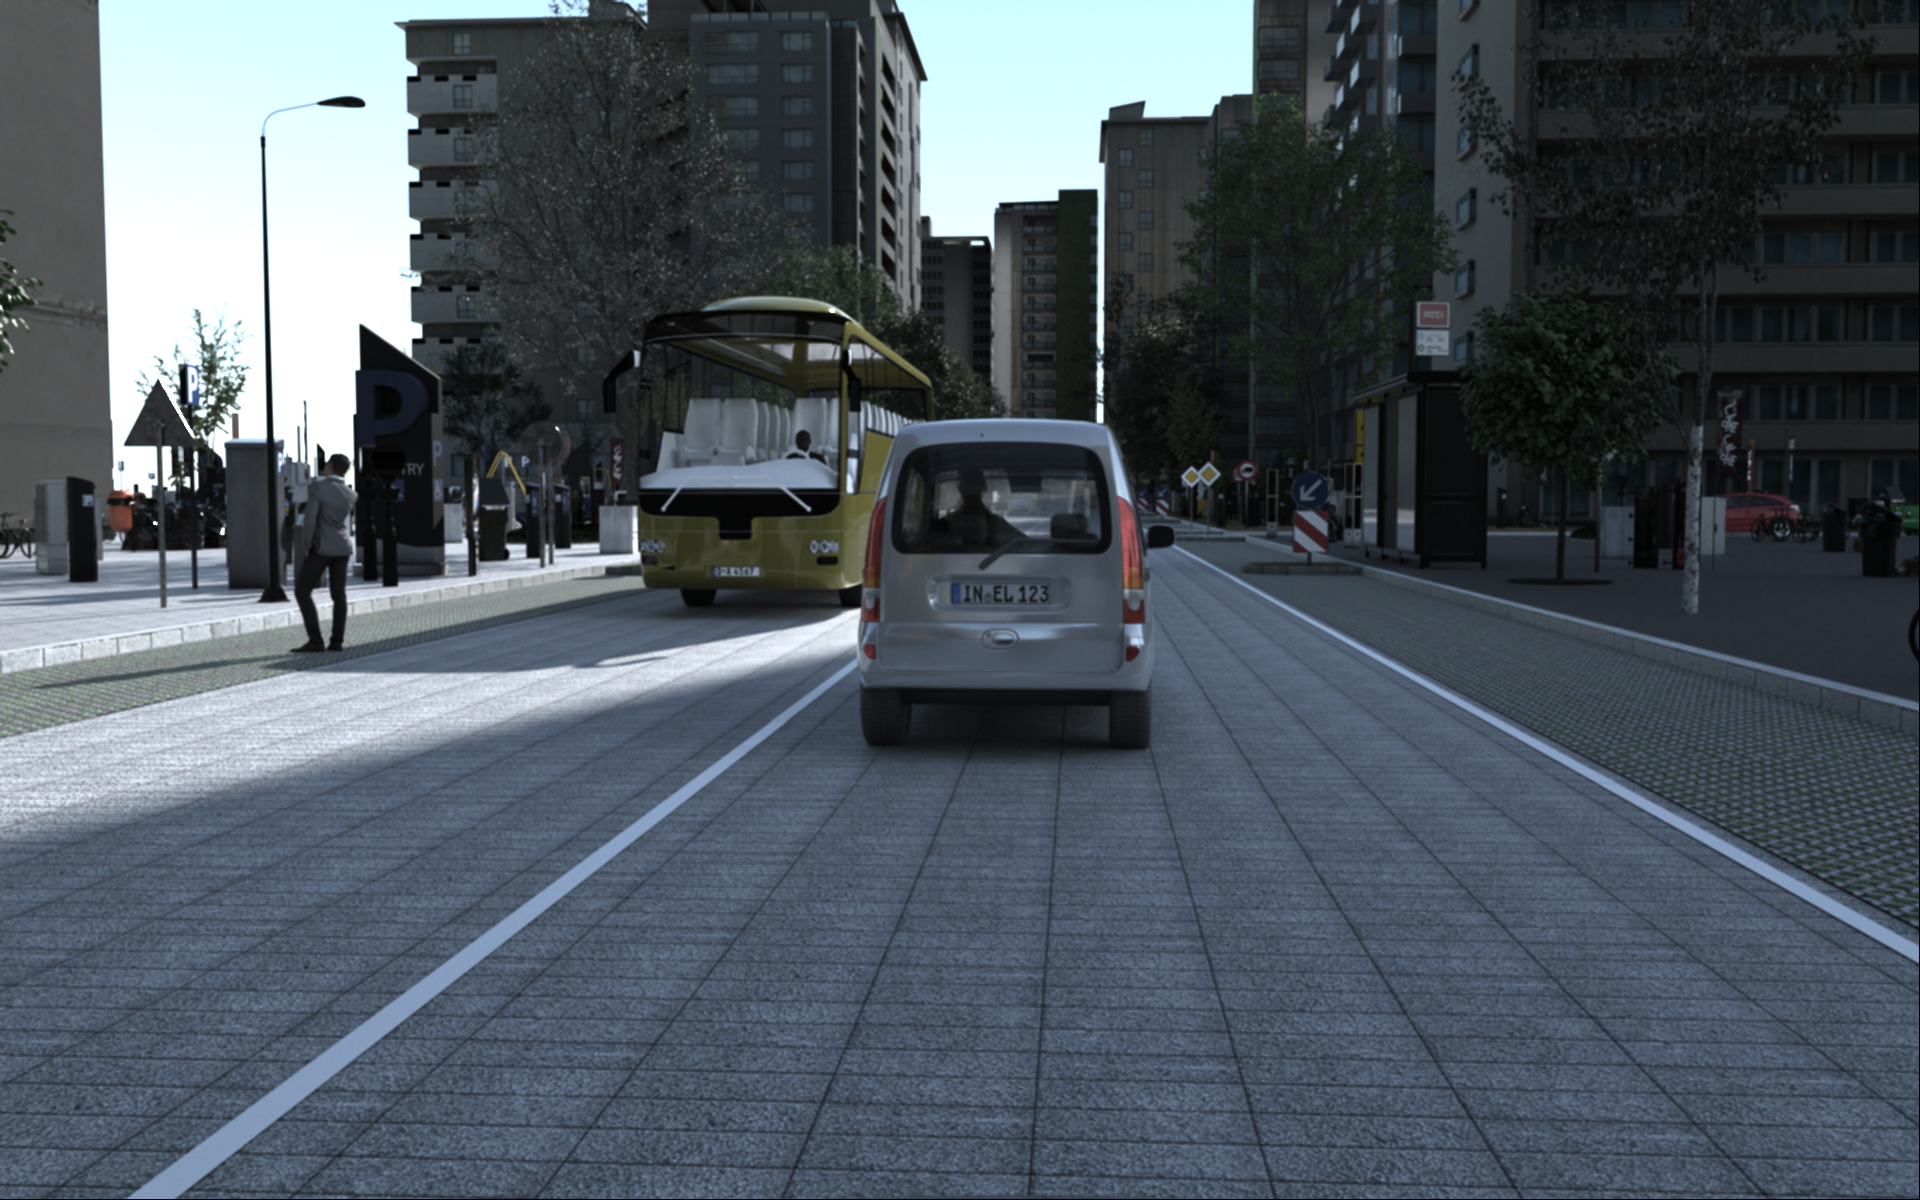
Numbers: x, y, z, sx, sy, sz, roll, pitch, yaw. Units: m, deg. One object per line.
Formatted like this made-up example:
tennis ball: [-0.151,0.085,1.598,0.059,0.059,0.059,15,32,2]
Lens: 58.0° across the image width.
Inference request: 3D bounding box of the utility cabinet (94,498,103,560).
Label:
utility cabinet: [-16.973,-1.394,33.956,0.306,1.237,1.020,-2,4,-27]

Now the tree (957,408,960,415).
tree: [3.375,-16.058,196.961,8.767,10.594,7.601,0,4,-3]

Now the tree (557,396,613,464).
tree: [-28.027,-10.922,128.944,4.360,8.622,3.978,0,3,0]

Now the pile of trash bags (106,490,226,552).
pile of trash bags: [-18.366,-1.834,39.741,1.912,1.369,3.447,0,4,7]

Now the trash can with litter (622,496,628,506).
trash can with litter: [-15.522,-4.200,79.733,2.233,1.210,1.678,2,4,30]

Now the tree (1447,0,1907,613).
tree: [7.731,-4.175,18.619,4.360,8.622,3.978,0,3,0]

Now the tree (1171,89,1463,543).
tree: [9.204,-7.327,45.558,9.928,11.665,9.643,0,3,0]

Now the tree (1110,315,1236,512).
tree: [15.076,-13.213,122.680,9.857,13.997,8.962,0,3,0]

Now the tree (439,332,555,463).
tree: [-26.919,-10.071,99.065,8.767,10.594,7.601,1,4,9]

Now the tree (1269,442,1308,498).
tree: [21.241,-7.729,110.087,4.285,4.588,4.351,0,3,0]

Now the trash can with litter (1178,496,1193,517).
trash can with litter: [12.808,-5.269,97.535,1.055,1.170,0.624,2,4,28]

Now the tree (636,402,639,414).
tree: [-15.673,-8.799,94.220,4.360,8.622,3.978,0,3,0]

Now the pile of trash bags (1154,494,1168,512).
pile of trash bags: [15.557,-7.102,125.869,3.447,1.369,1.912,3,5,43]

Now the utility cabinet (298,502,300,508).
utility cabinet: [-48.946,-7.131,127.760,0.306,1.237,1.020,-3,4,-37]

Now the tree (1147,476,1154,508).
tree: [18.377,-10.460,165.625,1.663,3.219,1.824,0,3,0]

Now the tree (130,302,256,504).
tree: [-28.861,-7.070,65.951,4.737,8.622,4.395,0,3,0]

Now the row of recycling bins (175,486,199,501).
row of recycling bins: [-38.009,-4.953,88.093,3.534,1.692,1.069,-1,4,-14]

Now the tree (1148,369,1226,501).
tree: [13.439,-9.259,101.743,4.737,8.622,4.395,0,3,0]

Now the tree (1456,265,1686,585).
tree: [8.678,-2.521,24.934,4.285,4.588,4.351,0,3,0]

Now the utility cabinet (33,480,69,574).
utility cabinet: [-14.577,-1.166,27.739,0.318,1.500,1.173,-3,4,-36]

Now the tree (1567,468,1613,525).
tree: [23.309,-4.222,63.631,1.663,3.219,1.824,0,3,0]

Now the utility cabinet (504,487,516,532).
utility cabinet: [-14.672,-2.819,54.772,1.173,1.500,0.318,1,4,9]

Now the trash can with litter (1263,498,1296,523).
trash can with litter: [14.376,-4.058,77.408,2.233,1.210,1.678,1,4,19]

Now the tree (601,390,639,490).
tree: [-21.390,-10.091,115.355,4.737,8.622,4.395,0,3,0]

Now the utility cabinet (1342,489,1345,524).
utility cabinet: [16.376,-3.935,73.017,0.318,1.500,1.173,2,4,24]

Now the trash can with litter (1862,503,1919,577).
trash can with litter: [14.556,-0.957,27.030,1.055,1.170,0.624,0,4,-2]

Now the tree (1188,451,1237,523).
tree: [11.407,-5.064,77.402,1.663,3.219,1.824,0,3,0]

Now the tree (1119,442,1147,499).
tree: [18.825,-14.274,183.747,4.737,8.622,4.395,0,3,0]

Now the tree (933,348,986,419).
tree: [-1.077,-13.222,134.310,7.486,12.596,7.792,0,3,0]

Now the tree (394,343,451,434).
tree: [-26.546,-8.161,83.793,4.737,8.622,4.395,0,3,0]

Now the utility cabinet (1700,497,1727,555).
utility cabinet: [15.848,-1.572,36.858,1.020,1.237,0.306,-2,4,-29]

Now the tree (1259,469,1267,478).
tree: [23.087,-8.305,130.392,1.663,3.219,1.824,0,3,0]

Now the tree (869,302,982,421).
tree: [-3.262,-11.433,103.933,9.611,12.733,9.660,0,3,0]

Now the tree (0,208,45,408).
tree: [-9.379,-1.877,14.396,4.285,4.588,4.351,0,3,0]

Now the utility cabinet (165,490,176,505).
utility cabinet: [-44.384,-5.421,97.311,0.318,1.500,1.173,-3,4,-37]

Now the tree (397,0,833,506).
tree: [-8.125,-8.047,41.945,12.009,13.543,11.850,0,3,0]

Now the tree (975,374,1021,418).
tree: [1.740,-16.263,176.262,12.009,13.543,11.850,0,3,0]

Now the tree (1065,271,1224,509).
tree: [15.737,-17.865,147.974,12.611,20.169,13.585,0,3,0]

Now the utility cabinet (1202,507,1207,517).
utility cabinet: [13.806,-5.269,94.820,1.173,1.500,0.318,-1,4,-9]

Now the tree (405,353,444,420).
tree: [-28.439,-8.498,89.305,4.360,8.622,3.978,0,3,0]

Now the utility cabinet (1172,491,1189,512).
utility cabinet: [15.162,-6.763,119.259,1.173,1.500,0.318,-1,4,-23]

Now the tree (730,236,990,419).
tree: [-5.760,-8.741,68.665,9.928,11.665,9.643,0,3,0]

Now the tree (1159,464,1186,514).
tree: [14.058,-7.068,110.163,1.663,3.219,1.824,0,3,0]

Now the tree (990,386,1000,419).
tree: [0.034,-13.306,143.304,9.928,11.665,9.643,0,3,0]

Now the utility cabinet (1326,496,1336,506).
utility cabinet: [14.478,-3.543,69.095,1.020,1.237,0.306,-1,4,-23]

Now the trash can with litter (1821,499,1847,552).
trash can with litter: [19.675,-1.653,38.414,1.055,1.170,0.624,2,4,29]

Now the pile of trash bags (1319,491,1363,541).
pile of trash bags: [11.012,-2.404,49.055,1.912,1.369,3.447,1,4,23]

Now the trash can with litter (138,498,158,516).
trash can with litter: [-25.618,-2.663,54.932,0.624,1.170,1.055,-1,4,-10]
